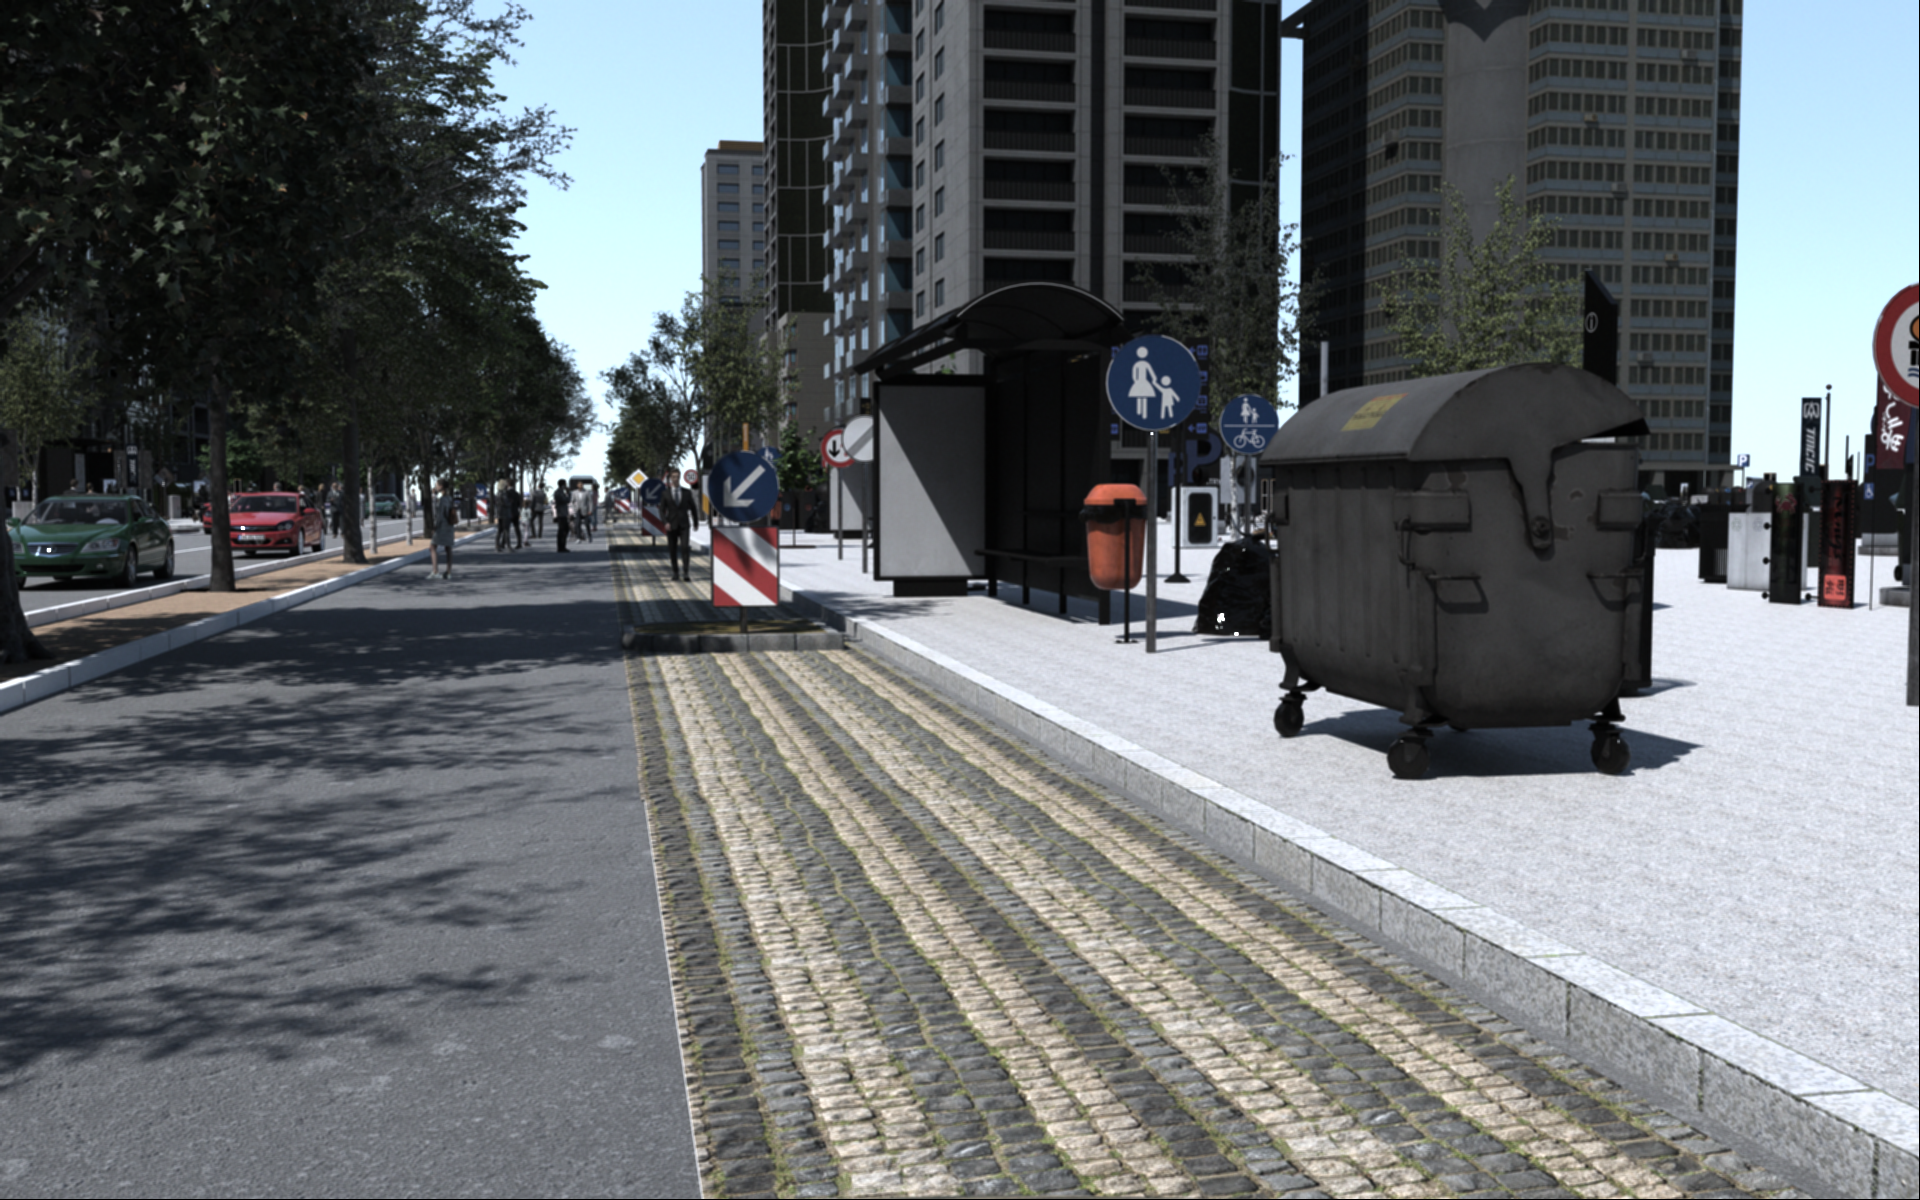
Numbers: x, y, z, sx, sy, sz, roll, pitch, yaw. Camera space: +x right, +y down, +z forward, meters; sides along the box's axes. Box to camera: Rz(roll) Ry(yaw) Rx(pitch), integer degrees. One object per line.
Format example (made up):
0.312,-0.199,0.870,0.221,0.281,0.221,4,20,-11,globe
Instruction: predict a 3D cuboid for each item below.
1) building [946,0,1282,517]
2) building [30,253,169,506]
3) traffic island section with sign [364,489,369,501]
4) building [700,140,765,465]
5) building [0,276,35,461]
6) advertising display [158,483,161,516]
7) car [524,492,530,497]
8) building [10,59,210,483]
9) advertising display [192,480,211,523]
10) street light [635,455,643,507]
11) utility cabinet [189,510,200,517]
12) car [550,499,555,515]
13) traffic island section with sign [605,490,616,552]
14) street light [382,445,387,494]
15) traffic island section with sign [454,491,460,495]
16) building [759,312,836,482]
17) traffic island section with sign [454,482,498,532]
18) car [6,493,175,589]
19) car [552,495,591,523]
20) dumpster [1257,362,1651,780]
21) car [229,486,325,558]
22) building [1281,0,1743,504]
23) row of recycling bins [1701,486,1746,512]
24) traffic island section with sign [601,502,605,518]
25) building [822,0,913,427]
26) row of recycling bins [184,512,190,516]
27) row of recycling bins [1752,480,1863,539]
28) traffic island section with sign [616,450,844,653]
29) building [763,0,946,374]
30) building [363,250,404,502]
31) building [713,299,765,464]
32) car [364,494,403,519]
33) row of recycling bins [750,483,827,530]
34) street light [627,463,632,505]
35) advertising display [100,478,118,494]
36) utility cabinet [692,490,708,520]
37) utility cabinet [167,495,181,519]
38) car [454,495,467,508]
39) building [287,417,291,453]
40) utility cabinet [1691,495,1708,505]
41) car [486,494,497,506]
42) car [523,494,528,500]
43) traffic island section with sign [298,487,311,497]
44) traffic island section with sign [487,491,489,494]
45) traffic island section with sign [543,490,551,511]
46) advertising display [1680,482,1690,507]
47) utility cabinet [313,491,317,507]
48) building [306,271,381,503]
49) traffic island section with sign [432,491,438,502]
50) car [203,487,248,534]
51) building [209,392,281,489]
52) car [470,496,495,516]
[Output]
8.957,-40.686,103.471,20.611,71.187,20.563,-1,4,-12,building
-65.359,-18.454,120.803,14.460,24.649,34.723,-1,4,-12,building
-41.216,-6.860,120.782,1.989,1.847,2.006,-1,4,-12,traffic island section with sign
-33.339,-46.093,295.619,21.231,58.520,28.212,-1,4,-12,building
-59.271,-15.283,91.673,13.314,21.916,24.055,-1,4,-12,building
-41.061,-5.117,88.882,0.123,1.923,0.974,-2,4,-24,advertising display
-70.462,-16.669,282.127,1.945,1.707,3.694,-1,4,-13,car
-74.692,-43.456,148.759,20.563,71.187,20.611,-1,4,-12,building
-34.123,-4.461,78.151,0.974,1.923,0.123,-3,5,-43,advertising display
-30.964,-11.830,166.200,0.468,5.910,1.993,-1,4,-12,street light
-41.921,-5.320,95.663,1.173,1.500,0.318,0,4,-3,utility cabinet
-26.992,-6.494,118.537,2.083,1.381,4.827,-1,4,-12,car
-7.757,-2.111,43.142,1.989,1.847,2.006,-1,4,-12,traffic island section with sign
-48.753,-10.650,146.922,0.468,5.910,1.993,-1,4,-12,street light
-56.899,-11.474,196.226,1.989,1.847,2.006,-1,4,-12,traffic island section with sign
-5.807,-20.583,181.571,27.650,21.520,28.899,-1,4,-12,building
-18.935,-3.573,66.557,2.006,1.907,1.989,-1,4,-12,traffic island section with sign
-13.920,-0.977,27.767,2.131,1.459,4.920,-1,4,-14,car
-19.509,-4.578,87.208,2.083,1.381,4.827,-1,4,-11,car
2.376,-0.168,8.510,1.264,1.857,1.865,-1,4,-12,dumpster
-15.935,-1.898,40.076,2.155,1.783,4.494,-1,4,-11,car
37.559,-25.922,115.700,23.993,40.220,32.217,-1,4,-12,building
40.277,-5.107,90.604,3.534,1.692,1.069,-1,4,-18,row of recycling bins
-18.888,-5.388,96.724,1.989,1.847,2.006,-1,4,-12,traffic island section with sign
1.510,-31.434,133.553,23.786,49.044,30.456,-1,4,-12,building
-44.255,-5.770,101.455,1.069,1.692,3.534,0,4,7,row of recycling bins
25.087,-2.661,50.626,3.534,1.692,1.069,2,4,25,row of recycling bins
-2.229,-0.483,16.532,1.989,1.847,2.006,-1,4,-12,traffic island section with sign
-14.084,-46.809,203.576,20.563,71.187,20.611,-1,4,-12,building
-100.346,-44.644,271.930,21.231,58.520,28.212,-1,4,-12,building
-29.379,-29.911,260.743,14.160,30.474,14.107,-1,4,-12,building
-33.522,-5.432,100.607,2.131,1.459,4.920,-1,4,-11,car
-5.994,-3.370,62.217,3.534,1.692,1.069,-2,4,-32,row of recycling bins
-37.050,-13.593,195.024,0.468,5.910,1.993,-1,4,-12,street light
-34.789,-4.014,70.840,0.123,1.923,0.974,0,4,7,advertising display
-12.672,-4.704,85.586,1.173,1.500,0.318,1,4,23,utility cabinet
-40.540,-4.783,89.366,0.306,1.237,1.020,0,4,-2,utility cabinet
-44.306,-8.545,152.288,1.945,1.354,3.894,-1,4,-12,car
-78.049,-30.495,182.179,14.154,41.232,14.086,-1,4,-12,building
38.017,-4.765,89.074,0.306,1.237,1.020,-1,4,-10,utility cabinet
-56.507,-12.182,208.214,2.155,1.783,4.494,-1,4,-11,car
-67.972,-15.709,269.209,2.083,1.381,4.827,-1,4,-12,car
-35.745,-5.245,94.386,1.989,1.847,2.006,-1,4,-12,traffic island section with sign
-67.822,-14.692,248.844,1.989,1.847,2.006,-1,4,-12,traffic island section with sign
-35.729,-8.517,147.383,2.006,1.907,1.989,-1,4,-12,traffic island section with sign
39.700,-5.483,94.856,0.123,1.923,0.974,0,4,-2,advertising display
-51.573,-7.915,138.088,1.173,1.500,0.318,1,4,18,utility cabinet
-100.102,-33.875,245.731,32.217,40.220,23.993,-1,4,-12,building
-51.287,-9.823,169.226,1.989,1.847,2.006,-1,4,-12,traffic island section with sign
-26.302,-3.307,63.102,2.155,1.783,4.494,-1,4,-12,car
-74.074,-31.655,167.673,14.600,45.320,14.200,-1,4,-12,building
-31.289,-6.143,113.010,1.945,1.354,3.894,-1,4,-12,car
